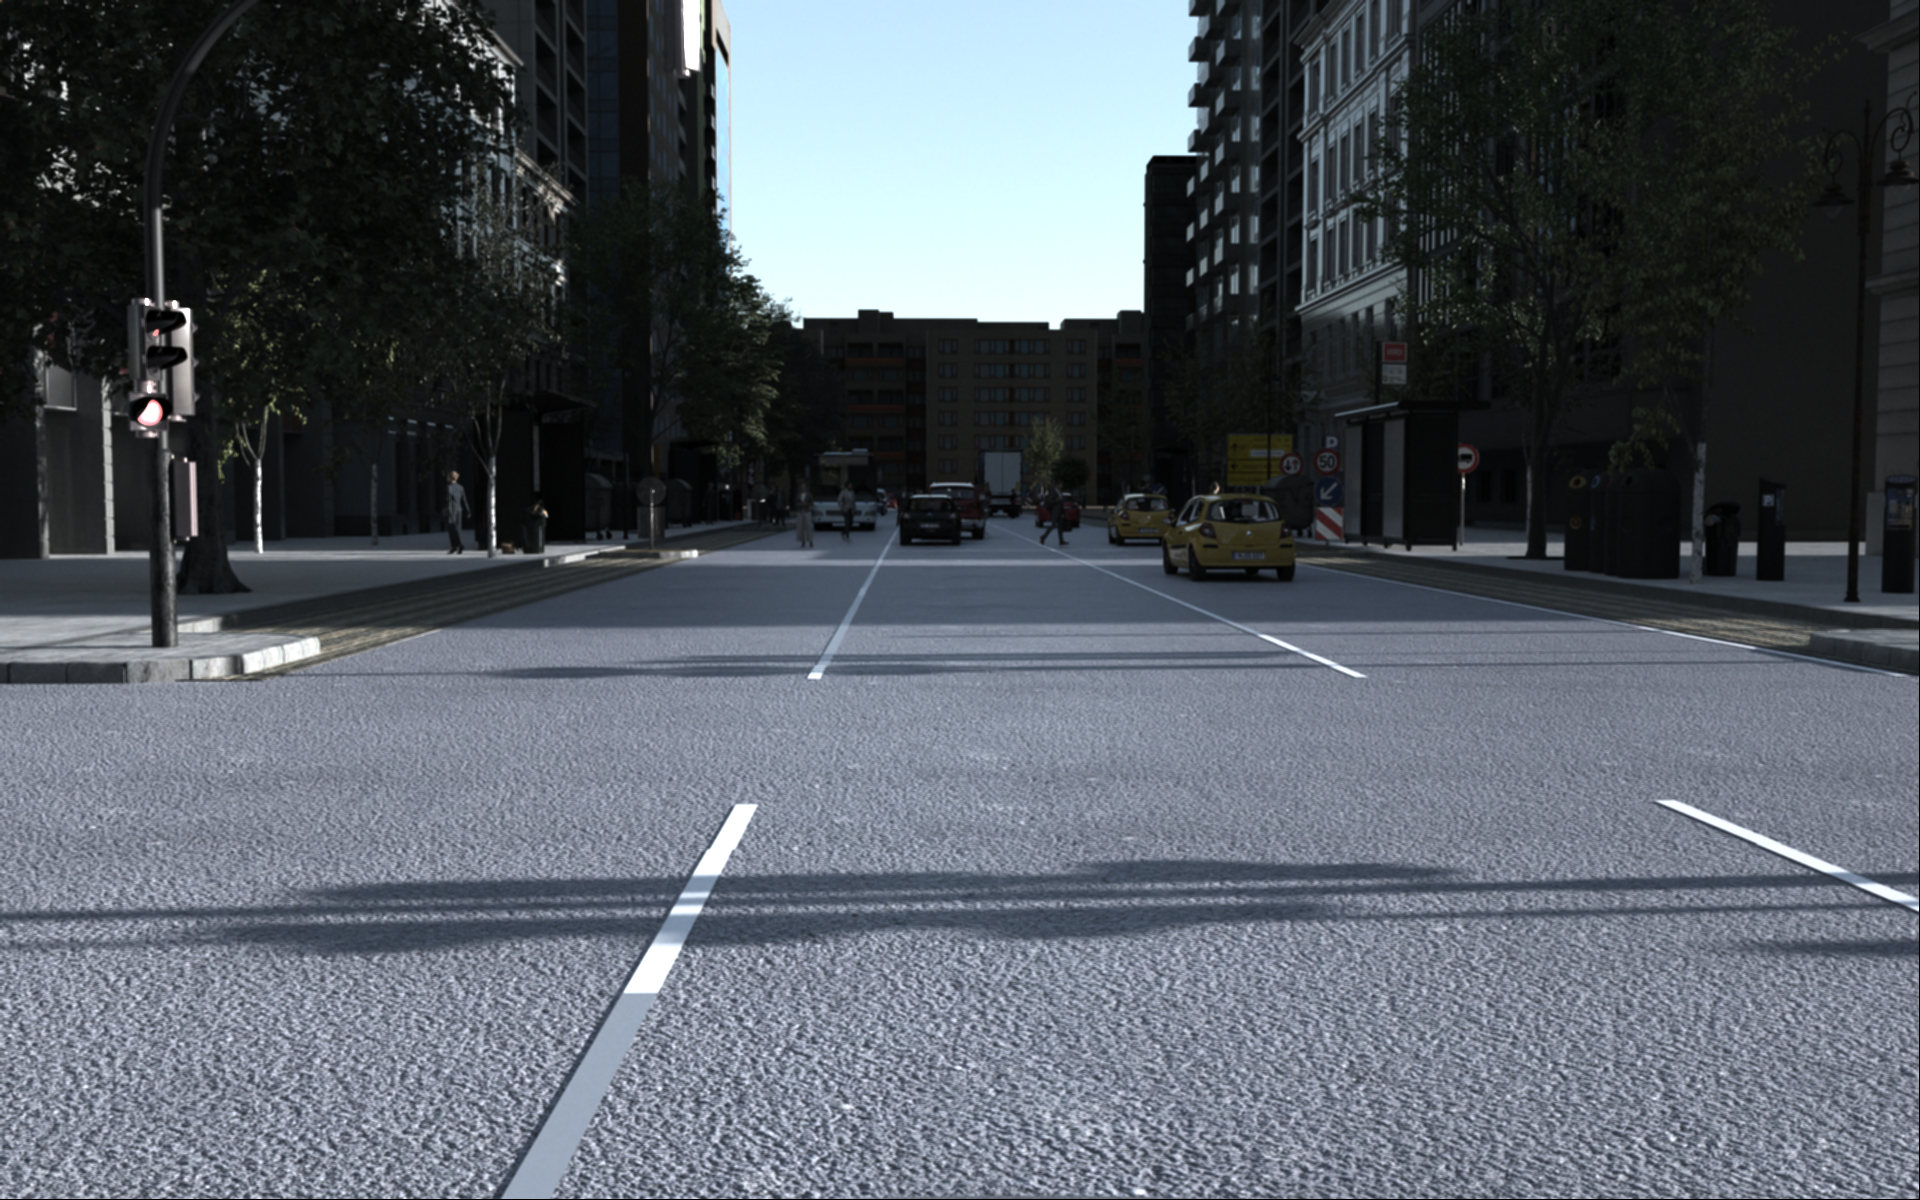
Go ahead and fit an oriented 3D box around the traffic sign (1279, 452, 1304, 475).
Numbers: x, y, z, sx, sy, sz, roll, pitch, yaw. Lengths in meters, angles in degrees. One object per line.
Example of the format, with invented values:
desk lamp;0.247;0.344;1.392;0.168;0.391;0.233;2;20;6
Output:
traffic sign;10.158;-3.244;53.140;0.768;2.556;0.104;0;4;0

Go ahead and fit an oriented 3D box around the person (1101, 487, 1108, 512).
person;10.525;-7.333;126.378;0.683;1.767;0.568;3;5;41

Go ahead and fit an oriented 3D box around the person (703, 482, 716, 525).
person;-10.476;-4.026;72.292;0.534;1.772;0.576;1;4;11

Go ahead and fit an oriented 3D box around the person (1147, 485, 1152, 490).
person;10.251;-5.304;93.215;0.568;1.767;0.683;-1;4;-13

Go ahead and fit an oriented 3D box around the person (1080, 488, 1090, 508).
person;11.082;-9.069;154.404;0.705;1.814;1.350;-2;4;-33

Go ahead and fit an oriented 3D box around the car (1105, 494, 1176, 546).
car;5.175;-2.387;49.247;2.015;1.641;3.980;0;4;0

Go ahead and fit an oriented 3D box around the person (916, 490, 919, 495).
person;-3.183;-7.208;127.088;0.721;1.736;1.217;-1;4;-18

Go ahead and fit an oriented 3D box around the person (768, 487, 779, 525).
person;-8.475;-4.274;78.801;0.576;1.772;0.534;0;4;7

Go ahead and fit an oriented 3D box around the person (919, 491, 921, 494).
person;-3.591;-8.836;153.888;0.530;1.710;0.541;-2;4;-27

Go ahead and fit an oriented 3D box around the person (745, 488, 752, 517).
person;-12.007;-5.592;98.191;0.721;1.735;1.217;0;4;5

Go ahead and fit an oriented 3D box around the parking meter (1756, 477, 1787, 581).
parking meter;12.030;-1.056;25.674;0.372;1.533;0.369;0;3;0

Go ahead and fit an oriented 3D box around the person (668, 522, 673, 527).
person;-11.396;-3.458;67.589;0.382;1.210;0.505;0;4;7

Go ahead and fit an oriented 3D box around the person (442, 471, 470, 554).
person;-10.859;-1.889;37.351;0.534;1.772;0.576;1;4;10

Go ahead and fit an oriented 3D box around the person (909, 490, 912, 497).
person;-4.307;-8.757;151.676;0.705;1.824;1.348;0;4;8

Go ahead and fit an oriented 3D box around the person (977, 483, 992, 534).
person;0.842;-3.251;61.625;0.580;1.828;0.573;0;4;-1

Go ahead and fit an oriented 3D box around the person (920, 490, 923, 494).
person;-3.699;-9.455;163.034;1.348;1.831;0.705;2;4;26

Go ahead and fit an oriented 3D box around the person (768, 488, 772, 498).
person;-17.277;-9.274;157.692;0.705;1.821;1.348;2;4;29

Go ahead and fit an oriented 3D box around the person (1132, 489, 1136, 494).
person;14.103;-8.159;140.237;1.217;1.735;0.721;2;4;29

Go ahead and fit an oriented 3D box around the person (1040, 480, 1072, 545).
person;2.697;-2.459;48.671;0.822;1.834;0.622;2;4;27

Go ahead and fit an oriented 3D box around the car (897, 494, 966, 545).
car;-0.825;-2.447;49.797;2.009;1.686;4.222;0;4;0

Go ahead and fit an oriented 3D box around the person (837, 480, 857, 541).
person;-3.467;-2.709;52.638;0.661;1.843;0.795;-3;5;-42

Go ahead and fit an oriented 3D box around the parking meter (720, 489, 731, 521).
parking meter;-11.378;-4.594;83.522;0.372;1.533;0.369;0;3;0

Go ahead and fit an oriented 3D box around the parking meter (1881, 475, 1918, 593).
parking meter;12.193;-0.860;22.476;0.372;1.533;0.369;0;3;0

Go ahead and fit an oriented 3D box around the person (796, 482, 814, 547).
person;-4.242;-2.323;47.031;0.519;1.759;0.362;1;4;12

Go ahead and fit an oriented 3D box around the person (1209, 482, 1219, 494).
person;5.590;-1.750;38.110;0.522;1.701;0.512;-3;5;-42

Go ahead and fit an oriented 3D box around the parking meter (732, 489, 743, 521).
parking meter;-10.936;-4.724;85.643;0.372;1.533;0.369;0;3;0

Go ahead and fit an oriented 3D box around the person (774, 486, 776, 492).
person;-12.593;-6.858;118.265;0.705;1.812;1.348;0;4;7

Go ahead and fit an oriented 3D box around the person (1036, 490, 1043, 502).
person;6.227;-7.592;133.571;0.756;1.711;0.436;1;4;12

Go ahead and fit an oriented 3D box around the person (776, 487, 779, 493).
person;-11.315;-6.113;106.708;0.721;1.743;1.217;1;4;22

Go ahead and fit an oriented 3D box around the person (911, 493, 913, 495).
person;-4.540;-9.252;161.247;0.415;1.643;0.593;0;4;-7

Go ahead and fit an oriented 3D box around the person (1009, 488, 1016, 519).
person;3.012;-5.618;100.882;0.721;1.766;1.217;-1;4;-10

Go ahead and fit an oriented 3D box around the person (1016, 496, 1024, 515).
person;3.991;-6.708;119.119;0.756;1.711;0.436;0;4;3

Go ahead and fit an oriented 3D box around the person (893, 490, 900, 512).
person;-4.885;-7.829;137.036;0.617;1.759;0.750;2;4;35

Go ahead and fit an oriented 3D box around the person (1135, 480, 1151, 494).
person;6.115;-3.057;57.847;0.474;1.900;0.648;3;4;38

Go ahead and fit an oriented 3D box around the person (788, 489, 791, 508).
person;-15.198;-9.024;154.311;0.721;1.735;1.217;0;4;3

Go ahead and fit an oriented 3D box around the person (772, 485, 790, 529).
person;-7.248;-3.761;70.179;0.728;1.800;0.709;1;4;10

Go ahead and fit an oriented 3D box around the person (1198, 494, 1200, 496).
person;12.381;-5.247;92.554;1.217;1.736;0.721;0;4;-7

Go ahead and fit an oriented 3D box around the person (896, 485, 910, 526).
person;-2.515;-4.187;76.924;0.622;1.834;0.822;-1;4;-17

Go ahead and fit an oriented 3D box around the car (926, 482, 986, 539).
car;-0.279;-2.910;56.259;2.281;1.827;5.304;0;4;-1

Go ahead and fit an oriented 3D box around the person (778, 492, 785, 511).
person;-10.562;-5.744;100.766;0.742;1.727;0.445;0;4;-4

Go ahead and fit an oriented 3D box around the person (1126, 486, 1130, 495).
person;9.197;-5.307;93.536;0.721;1.736;1.217;1;4;12
